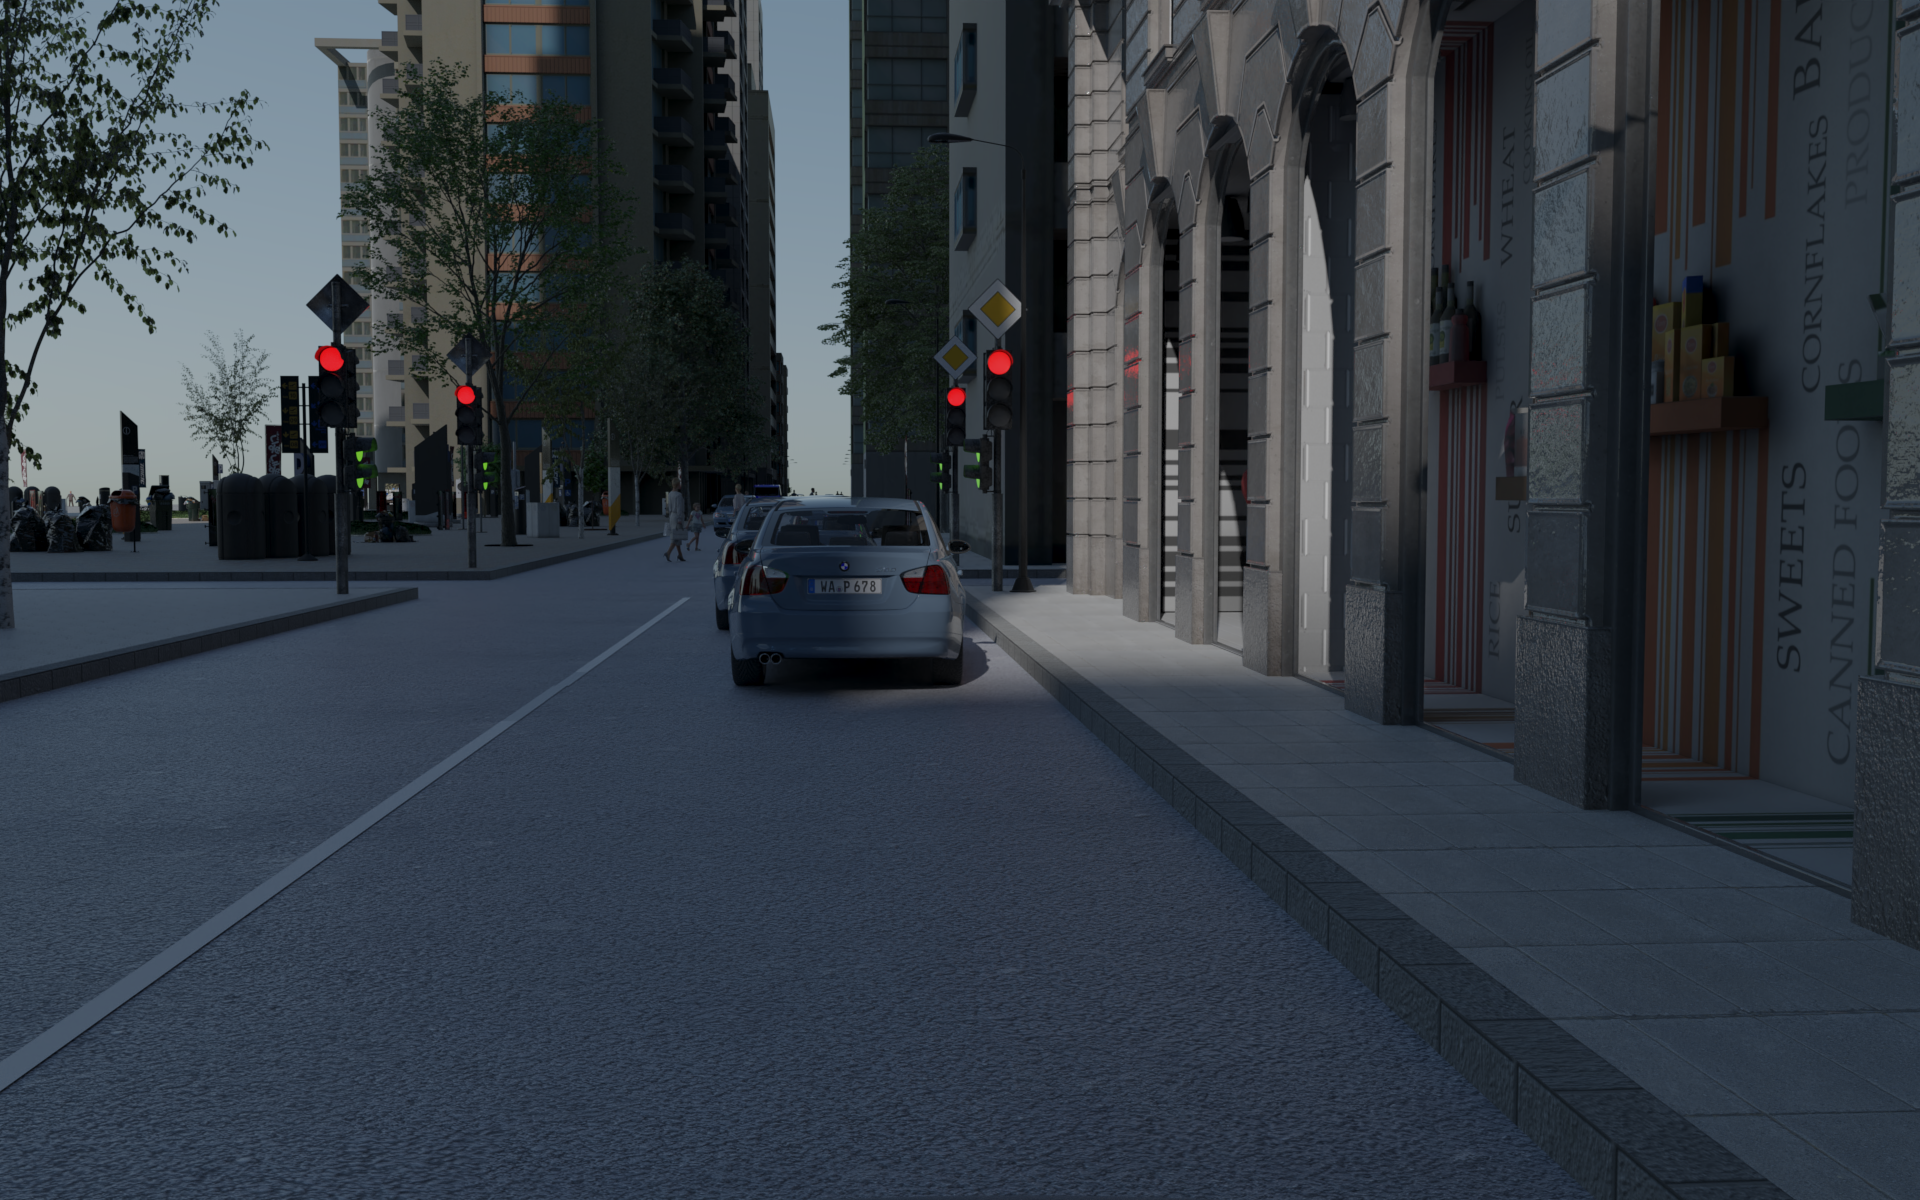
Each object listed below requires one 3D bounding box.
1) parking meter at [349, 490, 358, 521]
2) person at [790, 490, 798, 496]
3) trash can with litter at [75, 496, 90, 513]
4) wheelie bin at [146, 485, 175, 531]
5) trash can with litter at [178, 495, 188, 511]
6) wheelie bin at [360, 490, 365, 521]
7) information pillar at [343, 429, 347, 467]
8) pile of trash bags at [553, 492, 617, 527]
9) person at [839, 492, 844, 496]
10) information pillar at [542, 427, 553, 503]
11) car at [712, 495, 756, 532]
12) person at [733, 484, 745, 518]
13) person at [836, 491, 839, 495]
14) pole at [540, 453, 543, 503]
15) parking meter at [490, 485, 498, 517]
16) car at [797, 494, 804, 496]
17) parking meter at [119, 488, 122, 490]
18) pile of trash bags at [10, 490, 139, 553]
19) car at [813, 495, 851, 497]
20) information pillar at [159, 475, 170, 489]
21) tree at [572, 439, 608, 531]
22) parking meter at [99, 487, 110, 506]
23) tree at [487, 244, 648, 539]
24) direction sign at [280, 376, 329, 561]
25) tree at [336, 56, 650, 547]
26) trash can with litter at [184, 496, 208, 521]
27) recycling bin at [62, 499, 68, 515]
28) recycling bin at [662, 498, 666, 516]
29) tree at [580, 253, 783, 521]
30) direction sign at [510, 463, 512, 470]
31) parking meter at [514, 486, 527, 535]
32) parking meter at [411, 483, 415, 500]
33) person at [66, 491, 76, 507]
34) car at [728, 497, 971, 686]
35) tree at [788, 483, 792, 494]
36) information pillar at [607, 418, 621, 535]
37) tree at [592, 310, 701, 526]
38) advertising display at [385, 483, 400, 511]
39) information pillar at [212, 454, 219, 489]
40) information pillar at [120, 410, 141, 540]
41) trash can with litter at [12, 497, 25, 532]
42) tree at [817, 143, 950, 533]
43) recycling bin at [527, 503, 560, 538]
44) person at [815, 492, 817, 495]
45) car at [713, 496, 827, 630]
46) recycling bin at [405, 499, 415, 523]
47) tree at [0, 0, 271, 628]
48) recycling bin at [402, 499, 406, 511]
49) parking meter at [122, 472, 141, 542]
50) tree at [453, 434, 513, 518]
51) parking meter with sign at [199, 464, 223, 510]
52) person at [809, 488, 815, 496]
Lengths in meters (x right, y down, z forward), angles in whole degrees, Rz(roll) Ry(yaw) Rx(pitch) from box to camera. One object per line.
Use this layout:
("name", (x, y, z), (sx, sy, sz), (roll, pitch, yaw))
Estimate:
("parking meter", (-24.417, -3.918, 69.770), (0.255, 1.863, 0.399), (-3, 5, -42))
("person", (-14.682, -8.865, 153.426), (1.348, 1.826, 0.705), (1, 4, 13))
("trash can with litter", (-47.102, -5.017, 93.420), (0.624, 1.170, 1.055), (1, 4, 16))
("wheelie bin", (-28.154, -3.253, 61.091), (0.693, 1.594, 0.980), (3, 5, 41))
("trash can with litter", (-43.536, -5.214, 96.307), (2.233, 1.210, 1.678), (0, 3, 0))
("wheelie bin", (-27.466, -4.332, 78.732), (0.693, 1.594, 0.980), (-3, 5, -44))
("information pillar", (-21.969, -4.295, 61.573), (0.183, 3.616, 0.504), (1, 4, 17))
("pile of trash bags", (-14.774, -3.575, 68.212), (3.447, 1.369, 1.912), (2, 4, 35))
("person", (-15.516, -13.323, 226.863), (0.617, 1.759, 0.750), (1, 4, 9))
("information pillar", (-14.434, -4.235, 60.590), (0.504, 3.616, 0.183), (3, 5, 42))
("car", (-8.615, -3.394, 67.493), (2.014, 1.417, 4.499), (0, 4, -4))
("person", (-6.665, -2.712, 53.505), (0.598, 1.740, 0.731), (1, 4, 11))
("person", (-17.588, -14.690, 248.309), (1.348, 1.869, 0.705), (-3, 5, -43))
("pole", (-20.520, -5.580, 85.083), (0.158, 3.312, 0.155), (0, 3, 0))
("parking meter", (-26.222, -5.615, 97.521), (0.399, 1.863, 0.255), (1, 4, 22))
("car", (-16.360, -10.075, 174.952), (2.015, 1.641, 3.980), (0, 4, -4))
("parking meter", (-32.036, -3.549, 66.435), (0.372, 1.533, 0.369), (0, 3, 0))
("pile of trash bags", (-19.563, -1.760, 38.526), (3.447, 1.369, 1.912), (2, 4, 25))
("car", (-3.132, -1.778, 41.068), (2.014, 1.417, 4.499), (0, 4, -3))
("information pillar", (-30.669, -3.810, 66.790), (0.304, 2.012, 0.304), (-3, 4, -39))
("tree", (-12.905, -4.085, 61.399), (1.663, 3.219, 1.824), (0, 3, 0))
("parking meter", (-31.559, -3.396, 63.934), (0.372, 1.533, 0.369), (0, 3, 0))
("tree", (-11.143, -6.073, 49.648), (4.737, 8.622, 4.395), (0, 3, 0))
("direction sign", (-12.543, -2.520, 33.192), (0.876, 3.537, 0.379), (0, 4, -2))
("tree", (-11.221, -7.123, 42.209), (9.928, 11.665, 9.643), (0, 3, 0))
("trash can with litter", (-35.907, -4.291, 81.551), (0.624, 1.170, 1.055), (2, 4, 33))
("recycling bin", (-50.488, -5.171, 97.098), (0.722, 1.027, 0.722), (-1, 4, -18))
("recycling bin", (-17.207, -5.528, 102.942), (0.722, 1.027, 0.722), (1, 4, 19))
("tree", (-13.258, -10.125, 82.557), (9.611, 12.733, 9.660), (0, 3, 0))
("direction sign", (-23.531, -6.018, 90.383), (0.379, 3.537, 0.876), (-2, 4, -30))
("parking meter", (-13.874, -2.827, 54.626), (0.372, 1.533, 0.369), (0, 3, 0))
("parking meter", (-25.512, -4.623, 81.300), (0.399, 1.863, 0.255), (0, 4, 5))
("person", (-92.848, -10.509, 180.874), (0.990, 1.755, 0.434), (0, 4, -4))
("car", (-0.892, -0.139, 14.270), (2.014, 1.417, 4.499), (0, 4, -2))
("tree", (-26.364, -16.444, 263.459), (1.663, 3.219, 1.824), (0, 3, 0))
("information pillar", (-10.769, -3.824, 53.881), (0.183, 3.616, 0.504), (2, 4, 28))
("tree", (-12.751, -7.256, 68.997), (4.360, 8.622, 3.978), (0, 3, 0))
("advertising display", (-33.522, -5.942, 102.360), (0.974, 1.923, 0.123), (1, 4, 17))
("information pillar", (-43.672, -6.745, 101.640), (0.183, 3.616, 0.504), (1, 4, 14))
("information pillar", (-23.379, -3.512, 48.777), (0.183, 3.616, 0.504), (3, 4, 36))
("trash can with litter", (-23.373, -1.981, 43.450), (1.678, 1.210, 2.233), (-1, 4, -11))
("tree", (-0.947, -8.481, 56.785), (7.486, 12.596, 7.792), (0, 3, 0))
("recycling bin", (-12.318, -2.362, 51.180), (0.722, 1.027, 0.722), (-3, 5, -42))
("person", (-17.567, -12.456, 212.879), (0.721, 1.743, 1.217), (1, 4, 18))
("car", (-1.799, -0.467, 19.642), (2.014, 1.417, 4.499), (0, 4, -4))
("recycling bin", (-21.630, -3.468, 69.258), (0.722, 1.027, 0.722), (0, 4, -8))
("tree", (-8.995, -4.046, 16.520), (4.360, 8.622, 3.978), (0, 3, 0))
("recycling bin", (-30.847, -5.099, 95.927), (0.722, 1.027, 0.722), (-1, 4, -8))
("parking meter", (-22.352, -2.510, 46.746), (0.255, 1.863, 0.399), (1, 4, 18))
("tree", (-25.831, -6.729, 93.730), (4.285, 4.588, 4.351), (0, 3, 0))
("parking meter with sign", (-43.773, -6.385, 100.658), (1.738, 3.016, 0.543), (0, 4, 6))
("person", (-8.424, -5.483, 98.418), (0.850, 1.792, 0.678), (0, 4, 3))
